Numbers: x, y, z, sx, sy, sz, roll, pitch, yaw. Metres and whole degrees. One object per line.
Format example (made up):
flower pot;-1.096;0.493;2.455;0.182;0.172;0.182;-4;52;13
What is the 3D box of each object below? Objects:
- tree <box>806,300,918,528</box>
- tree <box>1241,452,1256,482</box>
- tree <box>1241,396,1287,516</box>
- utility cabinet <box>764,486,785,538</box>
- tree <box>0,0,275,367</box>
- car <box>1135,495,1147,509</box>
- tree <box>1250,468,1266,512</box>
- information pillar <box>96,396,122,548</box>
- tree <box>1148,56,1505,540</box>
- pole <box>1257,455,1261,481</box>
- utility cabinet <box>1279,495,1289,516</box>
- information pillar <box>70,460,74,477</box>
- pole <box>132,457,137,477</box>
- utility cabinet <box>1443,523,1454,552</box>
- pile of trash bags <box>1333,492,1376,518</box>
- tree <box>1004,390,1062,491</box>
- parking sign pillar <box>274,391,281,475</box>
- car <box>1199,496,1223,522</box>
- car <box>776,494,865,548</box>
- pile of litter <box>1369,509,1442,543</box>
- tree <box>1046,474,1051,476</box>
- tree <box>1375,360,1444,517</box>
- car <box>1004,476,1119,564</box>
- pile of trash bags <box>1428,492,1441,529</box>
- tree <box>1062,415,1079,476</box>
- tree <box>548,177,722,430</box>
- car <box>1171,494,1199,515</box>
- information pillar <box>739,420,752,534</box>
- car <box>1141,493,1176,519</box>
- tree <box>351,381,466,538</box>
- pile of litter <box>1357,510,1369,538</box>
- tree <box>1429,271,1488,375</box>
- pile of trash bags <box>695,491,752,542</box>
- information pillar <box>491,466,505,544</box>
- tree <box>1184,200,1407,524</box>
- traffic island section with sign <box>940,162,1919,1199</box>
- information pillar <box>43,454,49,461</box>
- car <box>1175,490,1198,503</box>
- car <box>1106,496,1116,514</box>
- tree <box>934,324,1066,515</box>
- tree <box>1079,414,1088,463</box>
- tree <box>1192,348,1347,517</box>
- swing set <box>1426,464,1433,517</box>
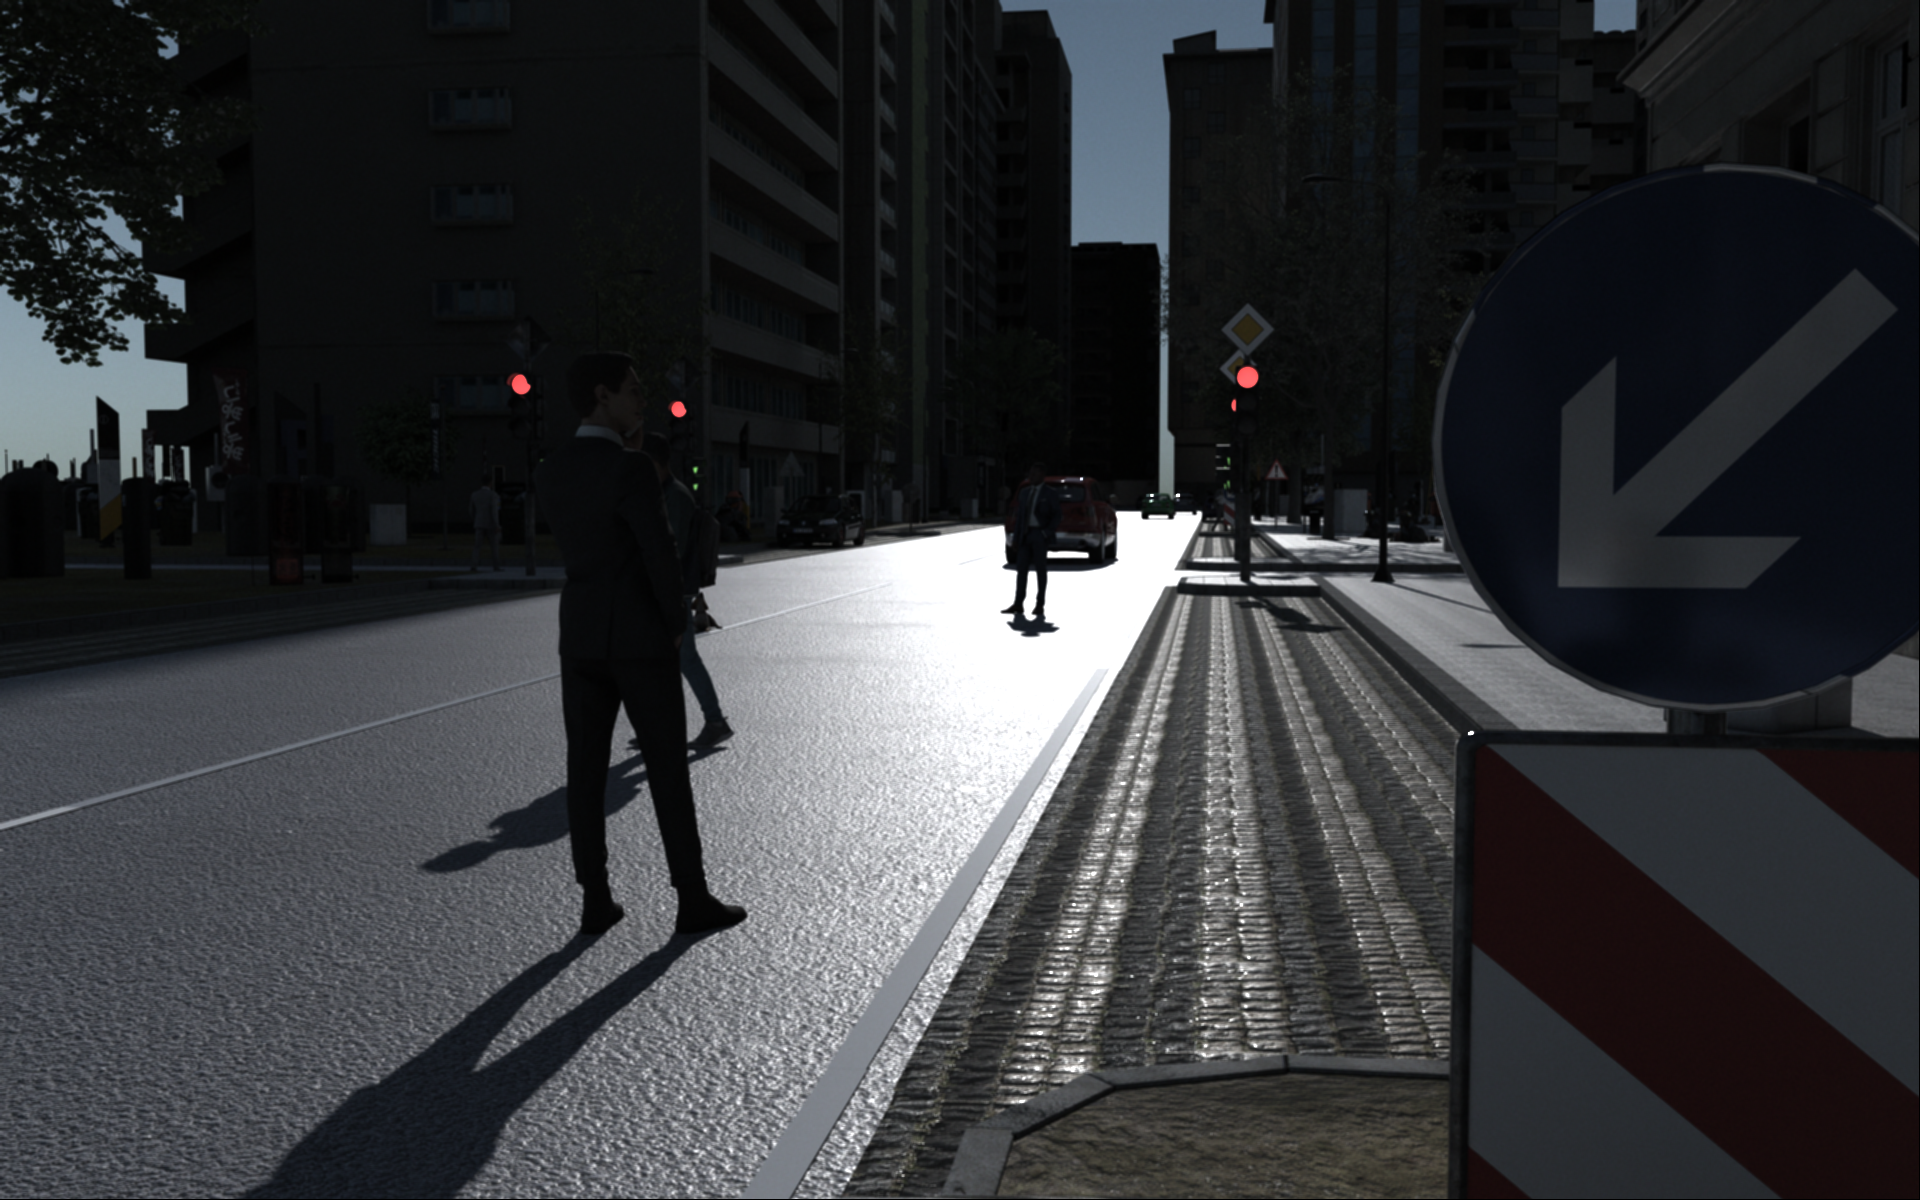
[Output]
tree;-3.379;-6.997;64.756;4.737;8.622;4.395;0;3;0
tree;29.128;-14.082;180.604;4.360;8.622;3.978;0;3;0
tree;18.083;-9.295;102.331;4.737;8.622;4.395;0;3;0
utility cabinet;-5.418;-2.555;50.451;0.318;1.500;1.173;-1;4;-21
tree;-10.180;-6.008;16.356;7.486;12.596;7.792;0;3;0
car;17.816;-9.393;166.161;1.945;1.354;3.894;1;4;9
tree;20.757;-7.862;123.143;1.663;3.219;1.824;0;3;0
information pillar;-20.354;-3.062;41.411;0.504;3.616;0.183;-2;4;-34
tree;10.370;-8.451;48.550;12.009;13.543;11.850;0;3;0
pole;15.505;-5.878;89.953;0.158;3.312;0.155;0;3;0
utility cabinet;19.067;-5.469;100.584;1.020;1.237;0.306;1;4;15
information pillar;-61.078;-7.822;119.236;0.183;3.616;0.504;-1;4;-8
pole;-45.731;-6.249;96.019;0.158;3.312;0.155;0;3;0
utility cabinet;11.262;-1.665;38.388;1.020;1.237;0.306;0;4;5
pile of trash bags;19.805;-4.679;86.256;1.912;1.369;3.447;0;4;-6
tree;4.861;-10.423;120.784;4.360;8.622;3.978;0;3;0
parking sign pillar;-17.347;-3.500;45.702;1.447;3.967;1.447;3;5;39
car;13.383;-4.717;89.709;1.945;1.354;3.894;0;4;8
car;-3.765;-2.283;47.109;2.009;1.686;4.222;1;4;9
pile of litter;12.068;-1.983;46.384;1.176;0.858;1.719;-2;4;-31
tree;7.246;-9.151;144.215;1.663;3.219;1.824;0;3;0
tree;25.073;-8.813;94.453;4.737;8.622;4.395;0;3;0
car;2.227;-1.745;37.205;2.281;1.827;5.304;1;4;10
pile of trash bags;18.983;-3.303;63.750;3.447;1.369;1.912;2;4;25
tree;5.999;-10.767;126.405;4.360;8.622;3.978;0;3;0
tree;-7.872;-5.553;41.149;4.737;8.622;4.395;0;3;0
car;15.647;-6.662;120.931;2.014;1.417;4.499;1;4;9
information pillar;-6.853;-3.903;55.165;0.183;3.616;0.504;-3;4;-37
car;11.502;-5.607;100.475;1.959;1.807;4.718;1;4;9
tree;-16.096;-4.099;50.741;4.285;4.588;4.351;0;3;0
pile of litter;12.236;-2.236;50.520;1.176;0.858;1.719;0;4;-5
tree;17.362;-6.503;56.678;4.360;8.622;3.978;0;3;0
pile of trash bags;-6.595;-2.306;47.464;1.912;1.369;3.447;1;4;9
information pillar;-11.926;-2.463;44.769;0.304;2.012;0.304;-1;4;-22
tree;14.517;-10.315;75.306;9.857;13.997;8.962;0;3;0
traffic island section with sign;0.917;0.351;2.886;1.989;1.847;2.006;1;4;8
information pillar;-53.112;-6.704;100.965;0.183;3.616;0.504;-2;4;-25
car;22.591;-10.056;173.082;2.281;1.827;5.304;1;4;10
car;7.952;-5.292;99.103;1.945;1.354;3.894;1;4;10
tree;2.405;-10.939;104.607;9.928;11.665;9.643;0;3;0
tree;9.975;-12.766;159.078;4.360;8.622;3.978;0;3;0
tree;17.178;-9.838;95.260;8.767;10.594;7.601;0;4;-1
swing set;25.059;-5.413;86.128;3.119;2.851;2.862;0;4;2
